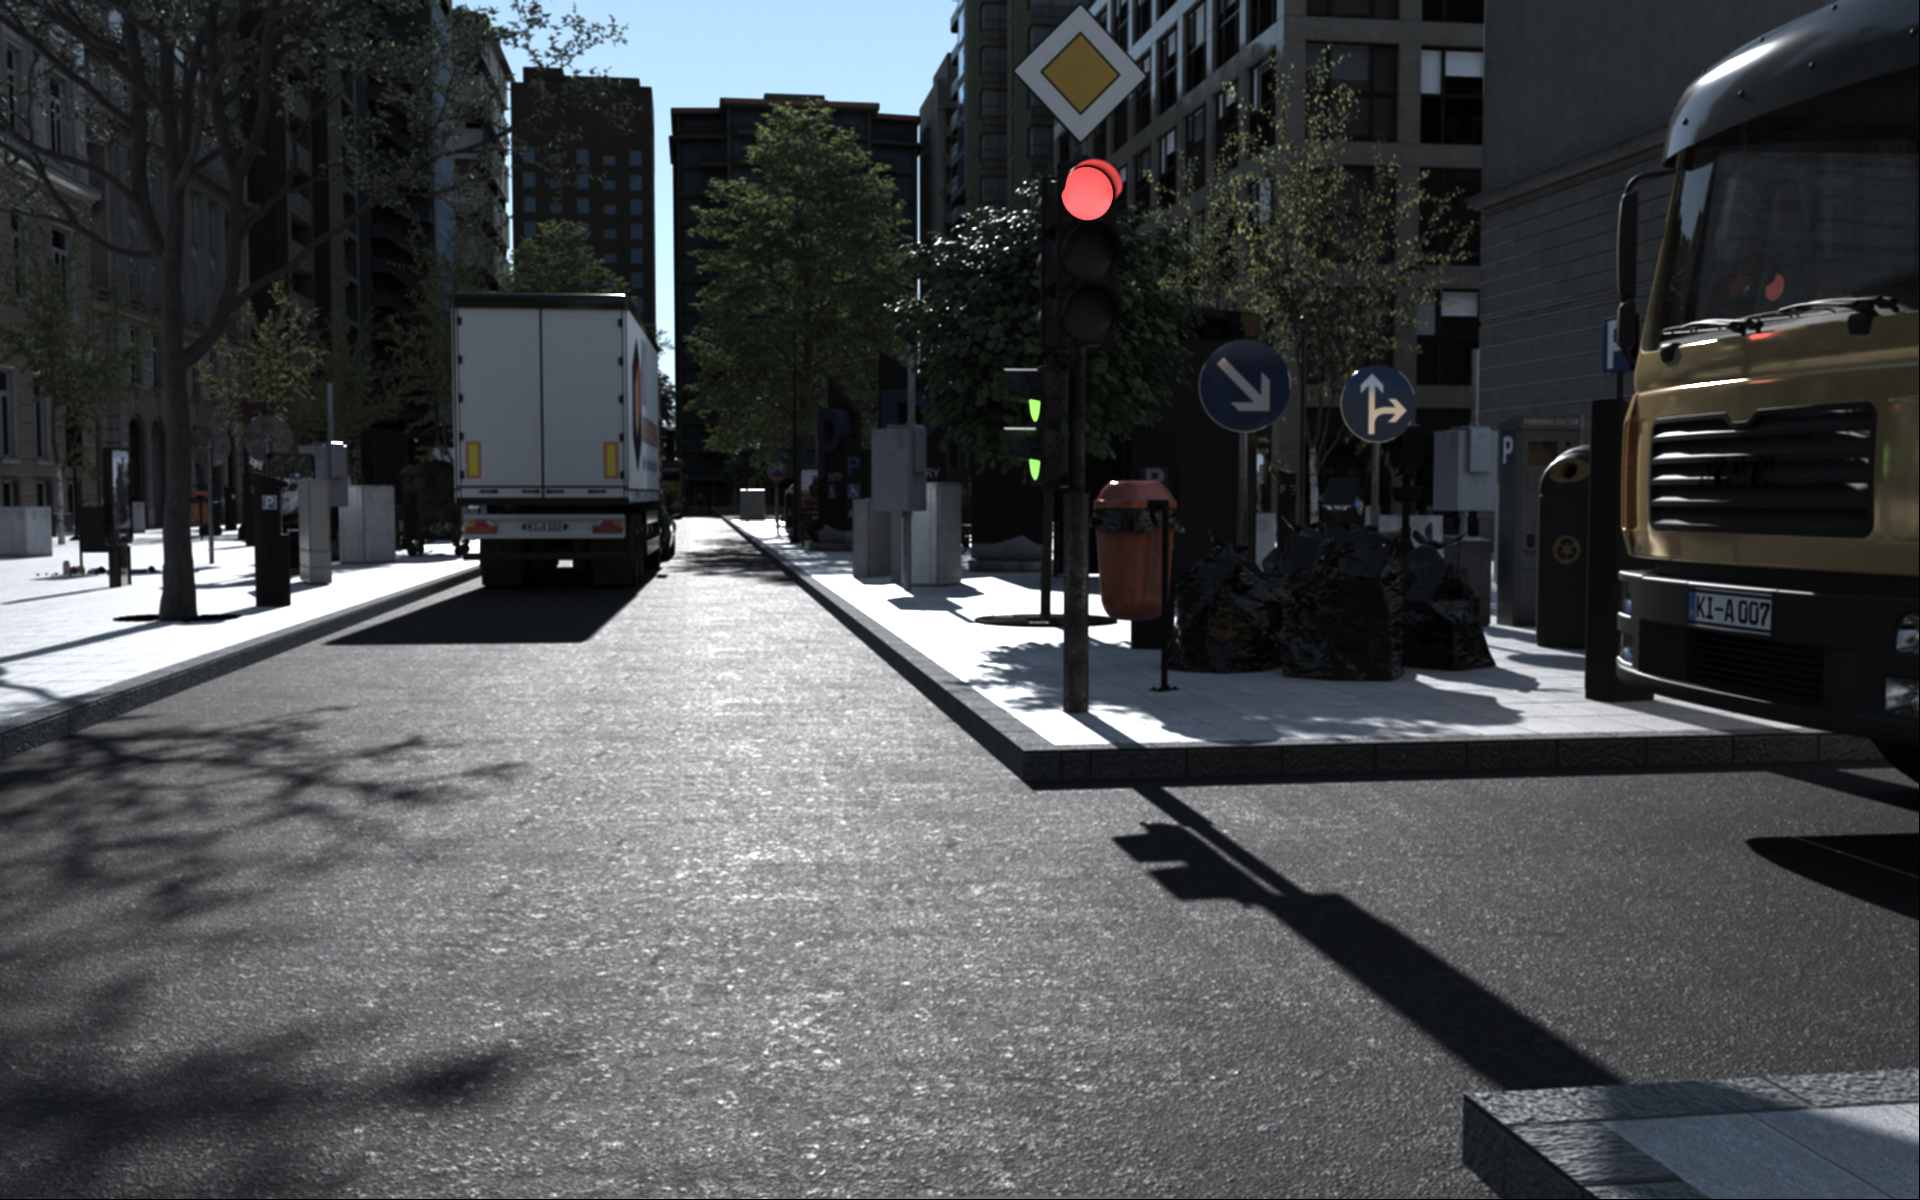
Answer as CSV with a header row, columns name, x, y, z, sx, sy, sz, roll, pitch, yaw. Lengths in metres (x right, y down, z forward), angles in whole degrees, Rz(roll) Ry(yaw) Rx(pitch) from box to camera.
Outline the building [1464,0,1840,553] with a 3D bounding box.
name,x,y,z,sx,sy,sz,roll,pitch,yaw
building,23.840,-11.764,34.138,24.055,21.916,13.314,-1,4,-9

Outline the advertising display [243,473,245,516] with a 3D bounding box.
name,x,y,z,sx,sy,sz,roll,pitch,yaw
advertising display,-20.714,-2.818,51.287,0.974,1.923,0.123,0,4,2

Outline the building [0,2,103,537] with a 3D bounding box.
name,x,y,z,sx,sy,sz,roll,pitch,yaw
building,-32.372,-15.818,44.523,13.634,28.700,20.117,-1,4,-9

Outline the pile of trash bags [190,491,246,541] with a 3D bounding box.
name,x,y,z,sx,sy,sz,roll,pitch,yaw
pile of trash bags,-19.719,-2.367,48.456,3.447,1.369,1.912,-2,4,-28

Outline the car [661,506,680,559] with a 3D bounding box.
name,x,y,z,sx,sy,sz,roll,pitch,yaw
car,-7.473,-1.692,39.462,2.131,1.459,4.920,0,4,-7

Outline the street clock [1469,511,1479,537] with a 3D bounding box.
name,x,y,z,sx,sy,sz,roll,pitch,yaw
street clock,10.229,-1.828,34.460,0.471,2.002,0.358,2,4,26

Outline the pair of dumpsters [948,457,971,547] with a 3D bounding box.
name,x,y,z,sx,sy,sz,roll,pitch,yaw
pair of dumpsters,-0.694,-2.524,43.763,1.574,2.255,4.437,-1,4,-9

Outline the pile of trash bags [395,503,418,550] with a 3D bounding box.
name,x,y,z,sx,sy,sz,roll,pitch,yaw
pile of trash bags,-13.687,-1.813,39.392,1.912,1.369,3.447,0,4,3

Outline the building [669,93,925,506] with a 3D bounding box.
name,x,y,z,sx,sy,sz,roll,pitch,yaw
building,-19.126,-32.904,192.601,28.867,44.769,22.147,-1,4,-9

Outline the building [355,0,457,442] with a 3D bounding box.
name,x,y,z,sx,sy,sz,roll,pitch,yaw
building,-47.290,-29.604,134.133,14.200,45.320,14.600,-1,4,-9

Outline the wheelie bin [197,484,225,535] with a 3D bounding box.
name,x,y,z,sx,sy,sz,roll,pitch,yaw
wheelie bin,-23.477,-2.824,54.084,0.980,1.594,0.693,-2,4,-29

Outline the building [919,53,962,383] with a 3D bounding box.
name,x,y,z,sx,sy,sz,roll,pitch,yaw
building,6.416,-34.989,195.775,21.600,48.544,21.300,-1,4,-9

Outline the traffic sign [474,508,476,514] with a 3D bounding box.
name,x,y,z,sx,sy,sz,roll,pitch,yaw
traffic sign,-13.703,-2.917,48.885,0.795,2.450,0.064,0,4,-8

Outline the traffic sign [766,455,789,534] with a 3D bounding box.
name,x,y,z,sx,sy,sz,roll,pitch,yaw
traffic sign,-5.888,-3.414,55.919,0.768,2.556,0.104,0,4,-7

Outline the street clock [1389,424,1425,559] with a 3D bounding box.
name,x,y,z,sx,sy,sz,roll,pitch,yaw
street clock,4.639,-0.823,18.030,0.358,2.002,0.471,0,4,-4

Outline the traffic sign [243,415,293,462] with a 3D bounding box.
name,x,y,z,sx,sy,sz,roll,pitch,yaw
traffic sign,-11.123,-1.698,27.874,0.768,2.556,0.104,0,4,-8

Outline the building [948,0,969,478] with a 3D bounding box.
name,x,y,z,sx,sy,sz,roll,pitch,yaw
building,7.599,-50.121,132.153,22.319,86.520,31.000,-1,4,-9

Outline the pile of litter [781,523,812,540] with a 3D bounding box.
name,x,y,z,sx,sy,sz,roll,pitch,yaw
pile of litter,-4.331,-2.122,48.654,1.719,0.858,1.176,-3,4,-36

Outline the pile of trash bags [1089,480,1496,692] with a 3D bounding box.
name,x,y,z,sx,sy,sz,roll,pitch,yaw
pile of trash bags,2.231,-0.162,12.402,3.447,1.369,1.912,-3,5,-42

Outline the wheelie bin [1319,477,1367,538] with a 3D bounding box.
name,x,y,z,sx,sy,sz,roll,pitch,yaw
wheelie bin,7.268,-1.526,32.866,0.980,1.594,0.693,3,4,39

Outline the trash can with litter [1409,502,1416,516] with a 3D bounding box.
name,x,y,z,sx,sy,sz,roll,pitch,yaw
trash can with litter,13.420,-2.434,50.848,1.678,1.210,2.233,2,4,25

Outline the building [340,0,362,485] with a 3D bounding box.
name,x,y,z,sx,sy,sz,roll,pitch,yaw
building,-45.157,-40.624,102.461,20.563,71.187,20.611,-1,4,-9

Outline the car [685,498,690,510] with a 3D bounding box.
name,x,y,z,sx,sy,sz,roll,pitch,yaw
car,-25.565,-8.873,156.865,2.131,1.459,4.920,-1,4,-9

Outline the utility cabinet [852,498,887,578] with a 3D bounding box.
name,x,y,z,sx,sy,sz,roll,pitch,yaw
utility cabinet,-1.342,-0.969,27.002,0.306,1.237,1.020,1,4,22

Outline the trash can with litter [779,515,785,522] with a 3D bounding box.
name,x,y,z,sx,sy,sz,roll,pitch,yaw
trash can with litter,-7.949,-4.232,80.585,1.055,1.170,0.624,1,4,13

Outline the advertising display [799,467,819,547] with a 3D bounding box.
name,x,y,z,sx,sy,sz,roll,pitch,yaw
advertising display,-3.379,-2.229,41.663,0.974,1.923,0.123,1,4,10

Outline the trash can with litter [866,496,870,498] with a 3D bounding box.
name,x,y,z,sx,sy,sz,roll,pitch,yaw
trash can with litter,-2.799,-2.583,53.296,1.678,1.210,2.233,-2,4,-28

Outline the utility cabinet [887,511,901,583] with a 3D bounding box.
name,x,y,z,sx,sy,sz,roll,pitch,yaw
utility cabinet,-0.524,-0.870,25.380,1.020,1.237,0.306,-3,4,-37

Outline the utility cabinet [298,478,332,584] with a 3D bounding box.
name,x,y,z,sx,sy,sz,roll,pitch,yaw
utility cabinet,-9.276,-0.993,24.922,0.318,1.500,1.173,-2,4,-27

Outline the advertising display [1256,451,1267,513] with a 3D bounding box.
name,x,y,z,sx,sy,sz,roll,pitch,yaw
advertising display,4.147,-1.256,25.745,0.974,1.923,0.123,-2,4,-32

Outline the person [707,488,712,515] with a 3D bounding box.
name,x,y,z,sx,sy,sz,roll,pitch,yaw
person,-17.326,-6.818,120.002,0.705,1.821,1.348,-1,4,-10

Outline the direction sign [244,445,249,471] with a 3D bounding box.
name,x,y,z,sx,sy,sz,roll,pitch,yaw
direction sign,-26.544,-4.479,65.228,0.379,3.537,0.876,2,4,32

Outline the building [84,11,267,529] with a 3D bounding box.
name,x,y,z,sx,sy,sz,roll,pitch,yaw
building,-36.321,-13.739,66.430,13.314,21.916,24.055,-1,4,-9

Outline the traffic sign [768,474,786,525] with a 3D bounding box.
name,x,y,z,sx,sy,sz,roll,pitch,yaw
traffic sign,-7.555,-4.371,71.564,0.768,2.556,0.104,0,4,-1

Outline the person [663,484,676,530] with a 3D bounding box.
name,x,y,z,sx,sy,sz,roll,pitch,yaw
person,-11.558,-3.627,67.762,0.822,1.834,0.622,1,4,9

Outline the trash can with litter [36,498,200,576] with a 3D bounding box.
name,x,y,z,sx,sy,sz,roll,pitch,yaw
trash can with litter,-13.538,-1.034,27.962,2.233,1.210,1.678,-1,4,-12

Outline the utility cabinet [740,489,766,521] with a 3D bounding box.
name,x,y,z,sx,sy,sz,roll,pitch,yaw
utility cabinet,-9.853,-4.502,82.281,1.173,1.500,0.318,0,4,3

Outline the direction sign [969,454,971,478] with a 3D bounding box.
name,x,y,z,sx,sy,sz,roll,pitch,yaw
direction sign,0.781,-5.512,82.114,0.876,3.537,0.379,-3,4,-37

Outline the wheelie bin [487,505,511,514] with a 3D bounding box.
name,x,y,z,sx,sy,sz,roll,pitch,yaw
wheelie bin,-15.397,-3.047,57.719,0.980,1.594,0.693,1,4,11

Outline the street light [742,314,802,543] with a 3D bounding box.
name,x,y,z,sx,sy,sz,roll,pitch,yaw
street light,-4.822,-4.426,44.913,1.470,5.913,1.316,-1,4,-9

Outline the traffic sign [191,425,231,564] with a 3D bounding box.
name,x,y,z,sx,sy,sz,roll,pitch,yaw
traffic sign,-13.793,-1.942,31.853,0.768,2.556,0.104,0,4,-4

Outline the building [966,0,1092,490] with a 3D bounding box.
name,x,y,z,sx,sy,sz,roll,pitch,yaw
building,7.214,-26.103,110.382,14.154,41.232,14.086,-1,4,-9

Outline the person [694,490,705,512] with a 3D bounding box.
name,x,y,z,sx,sy,sz,roll,pitch,yaw
person,-21.104,-8.030,140.572,1.217,1.735,0.721,2,4,34

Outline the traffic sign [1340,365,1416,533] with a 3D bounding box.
name,x,y,z,sx,sy,sz,roll,pitch,yaw
traffic sign,4.115,-1.044,17.173,0.768,2.556,0.104,0,4,-6

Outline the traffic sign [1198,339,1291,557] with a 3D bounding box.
name,x,y,z,sx,sy,sz,roll,pitch,yaw
traffic sign,2.338,-0.870,14.327,0.768,2.556,0.104,0,4,-2

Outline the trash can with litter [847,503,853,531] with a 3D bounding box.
name,x,y,z,sx,sy,sz,roll,pitch,yaw
trash can with litter,-2.139,-1.596,37.485,0.624,1.170,1.055,0,4,-5

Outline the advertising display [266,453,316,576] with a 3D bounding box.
name,x,y,z,sx,sy,sz,roll,pitch,yaw
advertising display,-10.534,-1.352,27.318,0.123,1.923,0.974,1,4,20

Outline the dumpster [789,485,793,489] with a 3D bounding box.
name,x,y,z,sx,sy,sz,roll,pitch,yaw
dumpster,-7.541,-4.692,82.474,1.264,1.857,1.865,-1,4,-9

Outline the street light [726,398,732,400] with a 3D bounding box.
name,x,y,z,sx,sy,sz,roll,pitch,yaw
street light,-10.870,-6.804,83.789,1.470,5.913,1.316,-1,4,-9

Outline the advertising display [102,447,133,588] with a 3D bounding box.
name,x,y,z,sx,sy,sz,roll,pitch,yaw
advertising display,-11.693,-1.153,24.068,0.123,1.923,0.974,-1,4,-11

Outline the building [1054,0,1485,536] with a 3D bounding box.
name,x,y,z,sx,sy,sz,roll,pitch,yaw
building,16.724,-16.289,70.835,19.350,26.468,34.151,-1,4,-9

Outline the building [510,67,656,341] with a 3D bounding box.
name,x,y,z,sx,sy,sz,roll,pitch,yaw
building,-39.947,-32.779,186.055,14.200,45.320,14.600,-1,4,-9

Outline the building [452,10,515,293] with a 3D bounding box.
name,x,y,z,sx,sy,sz,roll,pitch,yaw
building,-61.576,-36.703,189.327,27.495,52.752,28.713,-1,4,-9

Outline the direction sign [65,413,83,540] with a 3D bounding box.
name,x,y,z,sx,sy,sz,roll,pitch,yaw
direction sign,-24.592,-3.433,48.126,0.876,3.537,0.379,3,4,38

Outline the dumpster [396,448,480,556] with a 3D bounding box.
name,x,y,z,sx,sy,sz,roll,pitch,yaw
dumpster,-10.959,-2.075,36.426,1.502,2.255,1.985,-1,4,-9

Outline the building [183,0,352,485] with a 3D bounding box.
name,x,y,z,sx,sy,sz,roll,pitch,yaw
building,-39.447,-19.287,87.049,14.160,30.474,14.107,-1,4,-9
